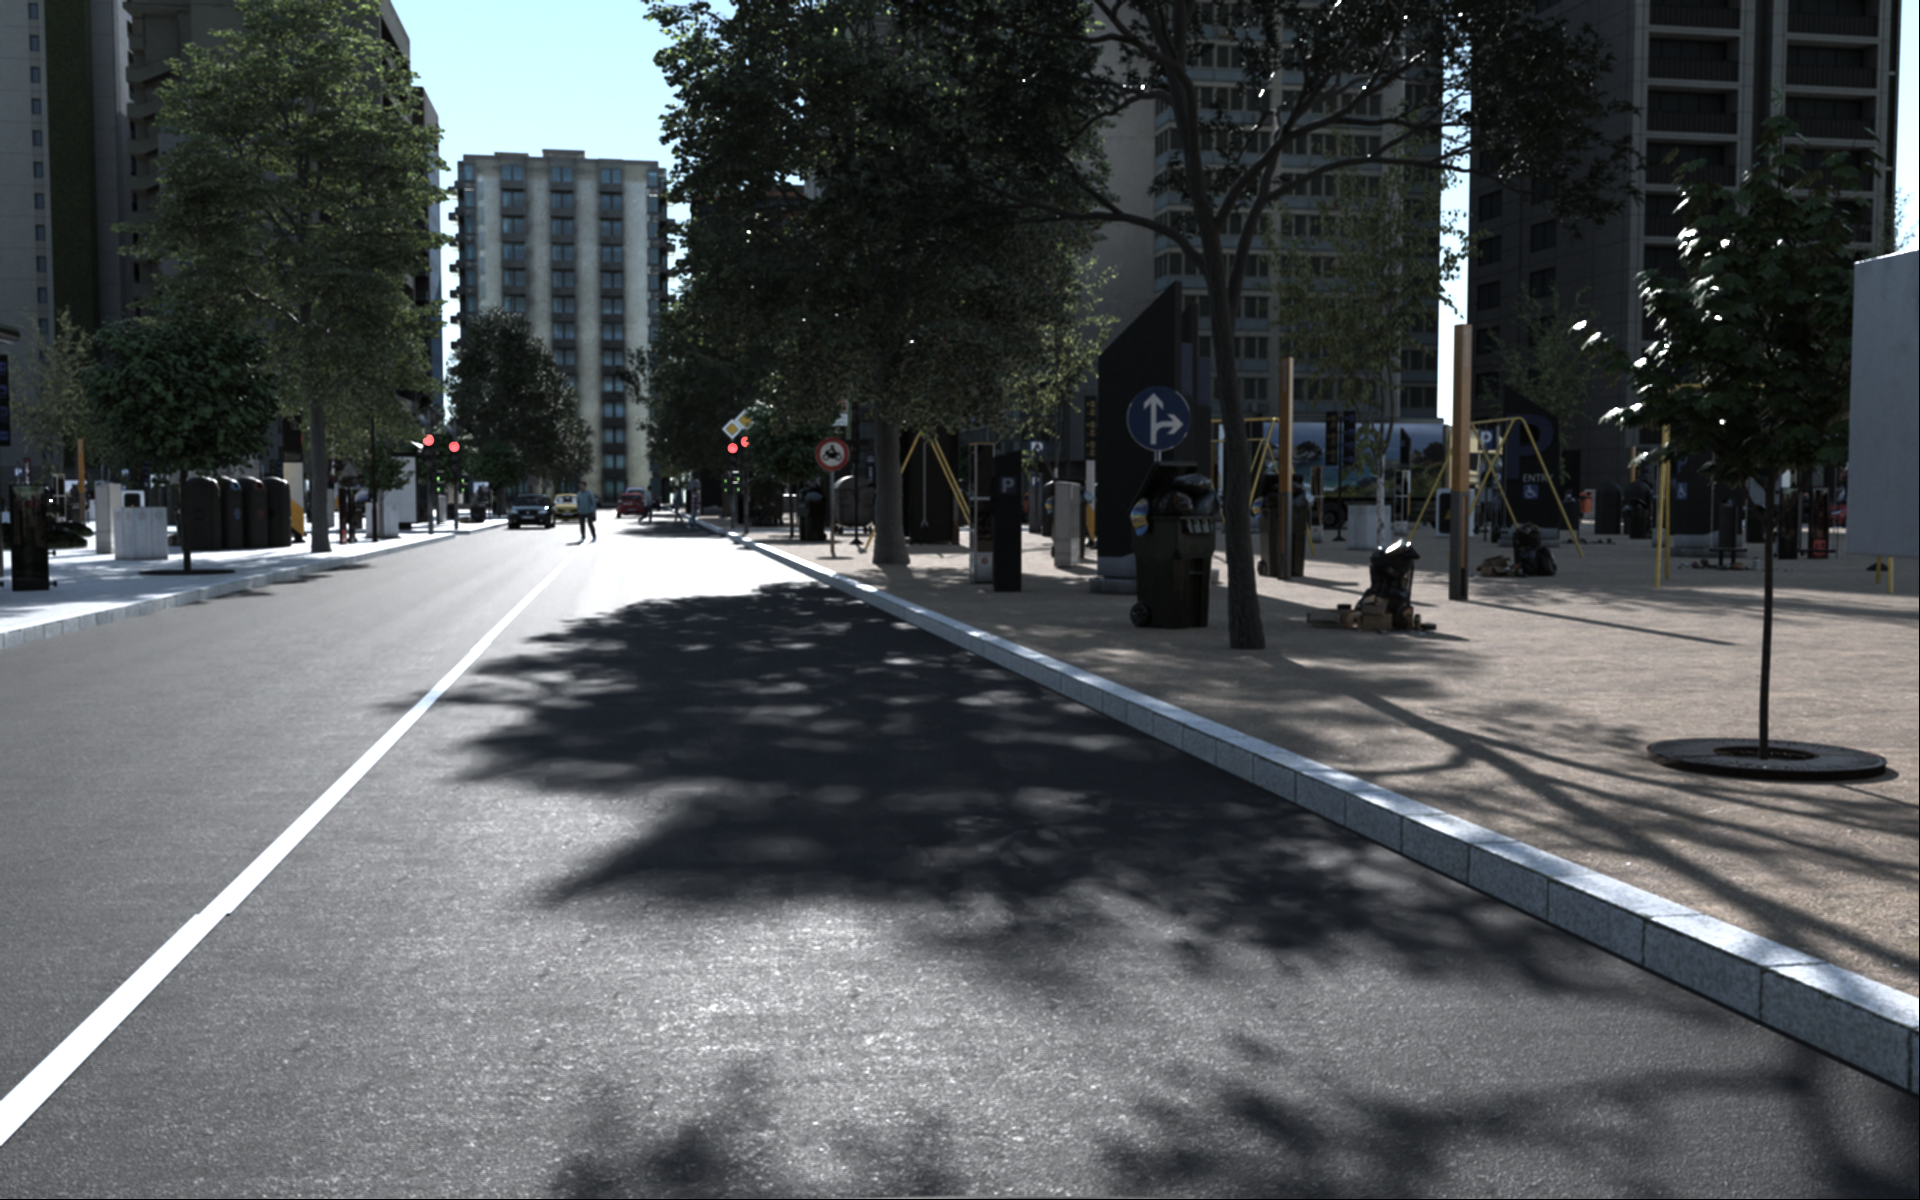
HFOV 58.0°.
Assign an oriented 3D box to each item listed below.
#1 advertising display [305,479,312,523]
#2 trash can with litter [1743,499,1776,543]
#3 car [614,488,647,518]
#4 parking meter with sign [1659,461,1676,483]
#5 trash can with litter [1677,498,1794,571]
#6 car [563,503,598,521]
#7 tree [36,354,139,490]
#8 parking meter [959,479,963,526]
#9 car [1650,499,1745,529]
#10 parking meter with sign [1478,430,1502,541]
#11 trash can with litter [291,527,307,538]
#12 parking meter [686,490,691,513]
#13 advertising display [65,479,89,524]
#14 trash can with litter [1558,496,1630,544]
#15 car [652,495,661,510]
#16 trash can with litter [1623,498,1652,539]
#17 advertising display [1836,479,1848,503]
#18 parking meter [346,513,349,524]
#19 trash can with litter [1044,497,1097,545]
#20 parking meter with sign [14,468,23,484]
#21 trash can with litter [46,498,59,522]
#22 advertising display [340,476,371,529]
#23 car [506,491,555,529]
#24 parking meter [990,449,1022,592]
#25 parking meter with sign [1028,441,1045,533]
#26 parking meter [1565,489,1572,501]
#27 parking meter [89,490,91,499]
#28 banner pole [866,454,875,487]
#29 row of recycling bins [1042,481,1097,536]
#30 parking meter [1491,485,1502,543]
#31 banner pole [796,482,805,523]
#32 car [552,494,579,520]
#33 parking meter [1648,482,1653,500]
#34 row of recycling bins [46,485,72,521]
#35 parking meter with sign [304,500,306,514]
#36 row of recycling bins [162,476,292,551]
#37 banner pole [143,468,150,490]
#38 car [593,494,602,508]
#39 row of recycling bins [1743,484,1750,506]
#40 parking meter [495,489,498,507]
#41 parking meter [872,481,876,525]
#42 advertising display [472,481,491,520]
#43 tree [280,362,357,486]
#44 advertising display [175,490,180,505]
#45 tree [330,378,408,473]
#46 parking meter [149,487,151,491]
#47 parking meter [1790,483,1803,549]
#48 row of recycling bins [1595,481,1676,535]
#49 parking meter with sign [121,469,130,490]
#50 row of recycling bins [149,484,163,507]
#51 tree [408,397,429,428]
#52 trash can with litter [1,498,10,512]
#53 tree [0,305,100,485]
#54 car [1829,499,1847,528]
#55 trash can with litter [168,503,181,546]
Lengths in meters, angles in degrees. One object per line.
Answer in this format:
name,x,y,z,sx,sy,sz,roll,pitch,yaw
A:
advertising display,-28.871,-4.376,76.766,0.123,1.923,0.974,-2,4,-32
trash can with litter,21.138,-2.091,45.567,1.055,1.170,0.624,0,4,3
car,-19.962,-5.887,105.284,2.155,1.783,4.494,-1,4,-11
parking meter with sign,34.882,-5.407,84.665,0.543,3.016,1.738,-1,4,-10
trash can with litter,13.206,-1.154,29.922,1.678,1.210,2.233,0,4,1
car,-20.372,-4.904,92.758,1.945,1.354,3.894,-1,4,-12
tree,-46.669,-8.671,92.135,4.737,8.622,4.395,0,3,0
parking meter,-0.080,-3.883,69.192,0.255,1.863,0.399,3,5,41
car,28.697,-3.548,67.045,4.494,1.783,2.155,-1,4,-12
parking meter with sign,14.994,-3.134,47.509,1.738,3.016,0.543,-2,4,-33
trash can with litter,-20.160,-2.495,51.846,1.678,1.210,2.233,-1,4,-14
parking meter,-18.287,-6.620,116.648,0.372,1.533,0.369,0,3,0
advertising display,-38.105,-4.250,74.705,0.974,1.923,0.123,-1,4,-15
trash can with litter,16.155,-2.071,44.911,2.233,1.210,1.678,2,4,33
car,-27.377,-8.599,153.166,1.945,1.354,3.894,-1,4,-11
trash can with litter,19.583,-2.338,49.615,1.055,1.170,0.624,-1,4,-21
advertising display,37.076,-4.135,72.821,0.123,1.923,0.974,0,4,6
parking meter,-26.736,-4.097,75.402,0.372,1.533,0.369,0,3,0
trash can with litter,3.128,-1.991,43.617,2.233,1.210,1.678,-1,4,-13
parking meter with sign,-63.266,-7.371,116.771,0.543,3.016,1.738,-1,4,-18
trash can with litter,-32.251,-3.083,61.789,0.624,1.170,1.055,3,4,39
advertising display,-22.073,-3.556,63.358,0.974,1.923,0.123,0,4,-3
car,-17.968,-3.847,72.683,2.009,1.686,4.222,-1,4,-9
parking meter,0.602,-1.045,22.789,0.399,1.863,0.255,0,4,-5
parking meter with sign,2.520,-3.743,57.465,0.543,3.016,1.738,0,4,1
parking meter,30.862,-4.861,87.882,0.372,1.533,0.369,0,3,0
parking meter,-48.417,-5.386,96.466,0.372,1.533,0.369,0,3,0
banner pole,-4.723,-6.385,94.409,0.863,3.779,0.401,1,4,10
row of recycling bins,4.100,-2.833,53.437,3.534,1.692,1.069,-2,4,-34
parking meter,14.180,-2.271,45.537,0.372,1.533,0.369,0,3,0
banner pole,-7.085,-5.235,75.606,0.401,3.779,0.863,-1,4,-11
car,-19.488,-4.635,86.006,2.015,1.641,3.980,-1,4,-12
parking meter,34.130,-4.875,85.410,0.399,1.863,0.255,1,4,21
row of recycling bins,-42.865,-4.542,81.380,1.069,1.692,3.534,1,4,11
parking meter with sign,-43.081,-7.115,112.597,0.543,3.016,1.738,0,4,2
row of recycling bins,-17.061,-2.060,40.791,1.069,1.692,3.534,1,4,13
banner pole,-55.886,-7.908,119.310,0.863,3.779,0.401,-3,4,-38
car,-39.035,-10.517,183.755,2.131,1.459,4.920,-1,4,-10
row of recycling bins,33.240,-4.035,73.082,1.069,1.692,3.534,2,4,28
parking meter,-35.494,-7.795,133.159,0.399,1.863,0.255,-2,4,-28
parking meter,-3.468,-4.069,72.232,0.399,1.863,0.255,1,4,15
advertising display,-23.907,-4.978,86.596,0.974,1.923,0.123,1,4,17
tree,-36.335,-9.003,97.556,4.737,8.622,4.395,0,3,0
advertising display,-24.196,-2.989,54.078,0.123,1.923,0.974,0,4,3
tree,-37.337,-9.577,106.939,4.360,8.622,3.978,0,3,0
parking meter,-59.251,-7.420,127.027,0.255,1.863,0.399,1,4,15
parking meter,19.430,-1.956,40.386,0.372,1.533,0.369,0,3,0
row of recycling bins,21.978,-2.922,54.885,3.534,1.692,1.069,2,4,28
parking meter with sign,-57.643,-7.537,119.494,0.543,3.016,1.738,-1,4,-21
row of recycling bins,-32.632,-3.973,72.064,3.534,1.692,1.069,3,5,39
tree,-41.507,-11.003,130.264,4.360,8.622,3.978,0,3,0
trash can with litter,-69.239,-6.977,125.459,1.055,1.170,0.624,-2,4,-35
tree,-34.937,-7.104,66.513,4.360,8.622,3.978,0,3,0
car,35.839,-3.628,68.364,4.494,1.783,2.155,-1,4,-9
trash can with litter,-19.197,-1.909,42.600,1.055,1.170,0.624,2,4,33
